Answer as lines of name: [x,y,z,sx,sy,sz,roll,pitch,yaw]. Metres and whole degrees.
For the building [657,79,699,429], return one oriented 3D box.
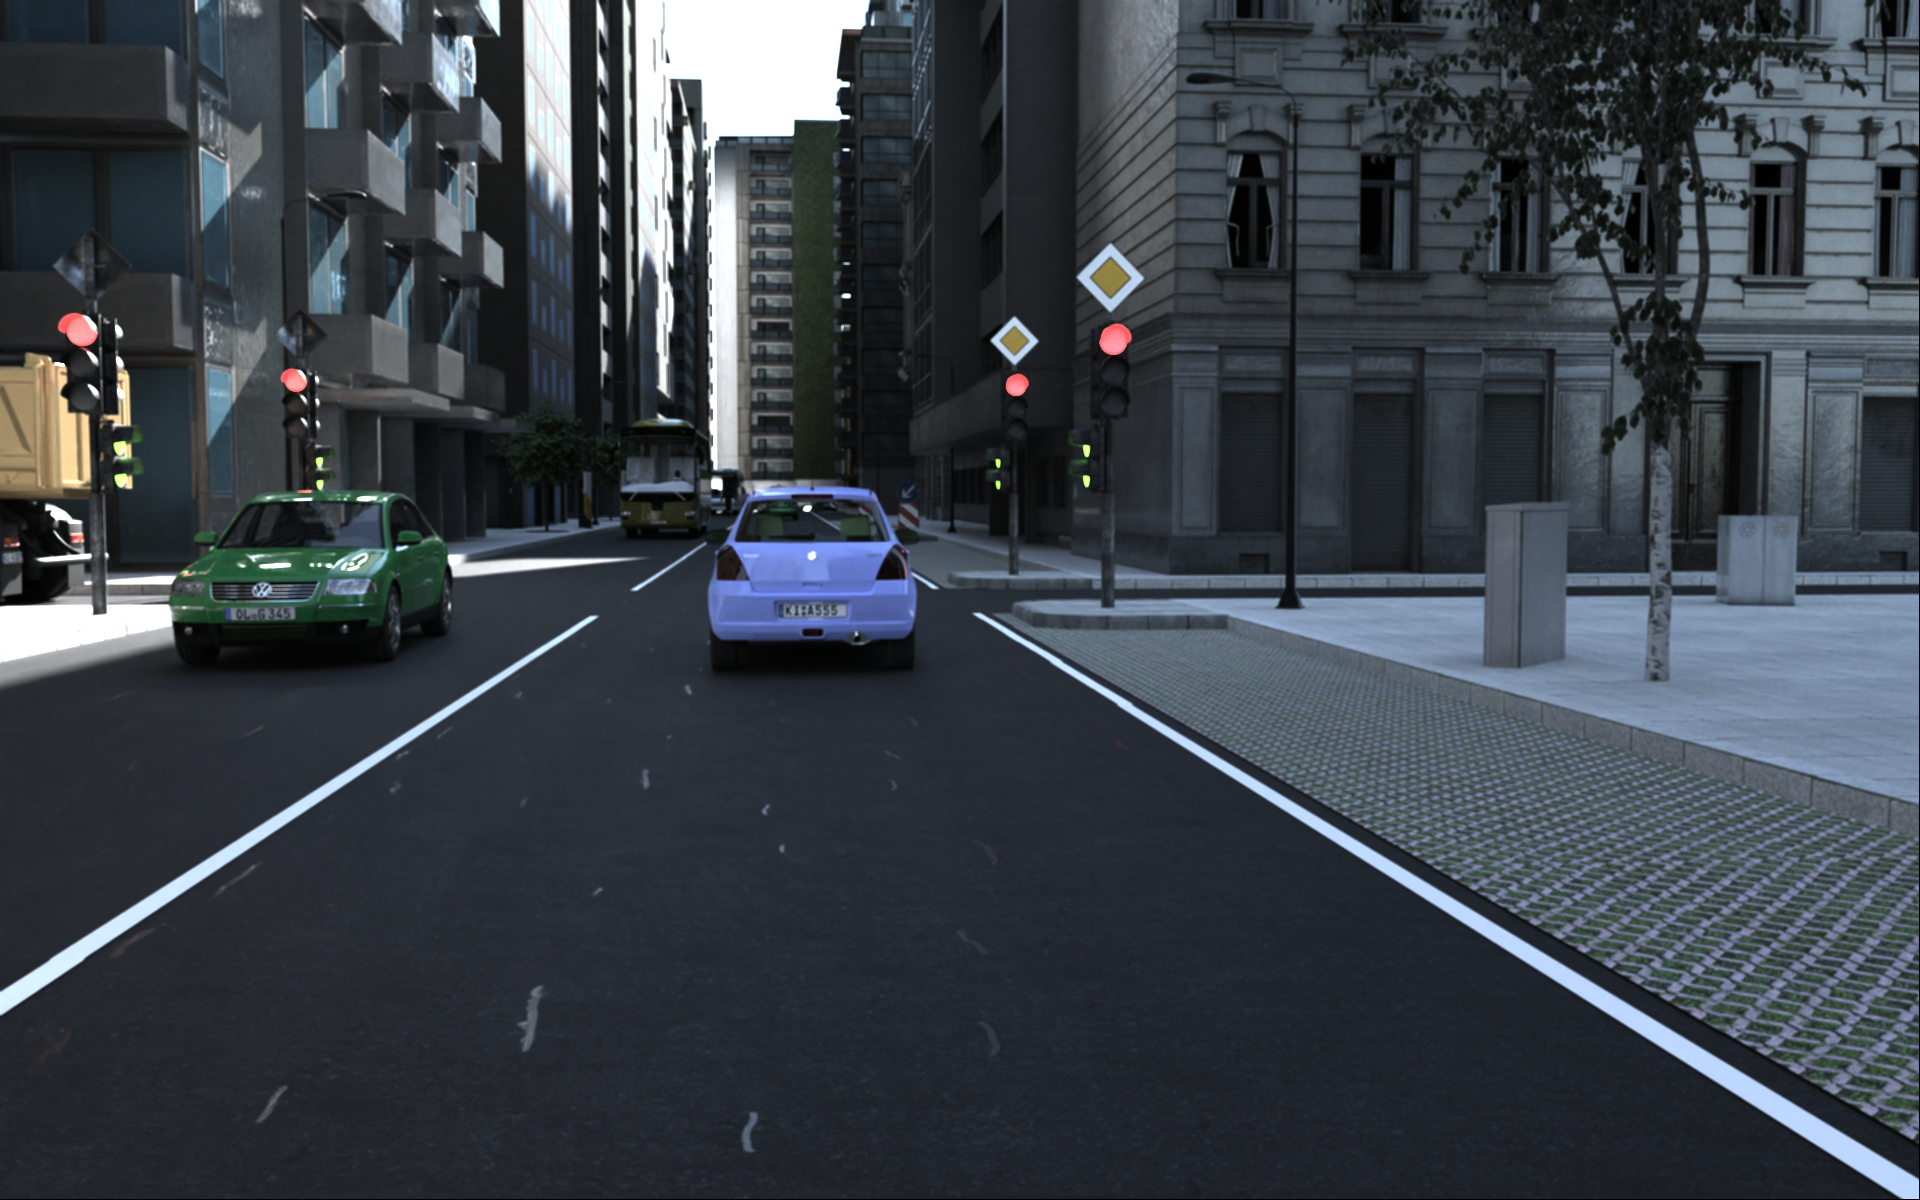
building: [-36.465,-28.588,159.301,23.993,40.220,32.217,0,4,-6]

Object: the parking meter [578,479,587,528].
parking meter: [-14.366,-3.698,66.181,0.399,1.863,0.255,-2,4,-24]

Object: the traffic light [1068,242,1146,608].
traffic light: [1.653,-1.868,19.470,0.839,4.253,0.868,0,4,-6]

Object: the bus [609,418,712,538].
bus: [-10.087,-4.181,59.909,2.896,3.916,12.252,0,4,-6]

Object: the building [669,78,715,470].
building: [-38.735,-34.841,193.356,21.600,48.544,21.300,0,4,-6]

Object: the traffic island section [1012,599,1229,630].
traffic island section: [1.694,0.165,19.588,2.009,0.180,2.903,0,4,-6]

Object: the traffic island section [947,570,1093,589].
traffic island section: [0.876,-0.321,27.532,2.009,0.180,2.903,0,4,-6]

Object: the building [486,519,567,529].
building: [-23.457,-25.624,69.059,14.600,45.320,14.200,0,4,-6]

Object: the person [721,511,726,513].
person: [-17.891,-7.487,130.896,0.705,1.826,1.348,1,4,15]

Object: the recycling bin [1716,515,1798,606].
recycling bin: [9.302,-0.470,20.241,0.722,1.027,0.722,1,4,12]

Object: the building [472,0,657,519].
building: [-26.317,-27.928,106.739,14.600,45.320,14.200,0,4,-6]

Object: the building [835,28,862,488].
building: [-0.548,-31.162,164.117,22.147,44.769,28.867,0,4,-6]

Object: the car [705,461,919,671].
car: [-1.310,-0.356,15.414,1.945,1.707,3.694,0,4,-5]

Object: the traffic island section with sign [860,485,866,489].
traffic island section with sign: [-4.505,-4.353,79.802,1.989,1.847,2.006,0,4,-6]

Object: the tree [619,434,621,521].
tree: [-16.756,-6.055,82.710,4.285,4.588,4.351,0,3,0]

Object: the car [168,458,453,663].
car: [-5.911,-0.449,16.145,1.959,1.807,4.718,0,4,-8]

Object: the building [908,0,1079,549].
building: [6.561,-14.323,53.246,14.314,24.678,30.058,0,4,-6]

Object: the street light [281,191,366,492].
street light: [-9.808,-3.310,26.663,1.470,5.913,1.316,0,4,-6]

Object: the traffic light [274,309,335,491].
traffic light: [-9.968,-2.286,26.289,0.839,4.253,0.868,0,4,-6]

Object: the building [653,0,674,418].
building: [-35.249,-32.861,126.513,28.713,52.752,27.495,0,4,-6]

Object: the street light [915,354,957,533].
street light: [-0.801,-5.193,57.454,1.470,5.913,1.316,0,4,-6]

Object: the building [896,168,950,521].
building: [4.189,-16.295,85.503,14.460,24.649,34.723,0,4,-6]

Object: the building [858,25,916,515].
building: [0.385,-20.785,111.542,14.160,30.474,14.107,0,4,-6]

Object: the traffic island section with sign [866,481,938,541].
traffic island section with sign: [-1.741,-2.710,52.944,1.989,1.847,2.006,0,4,-6]

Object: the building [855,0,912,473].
building: [3.995,-31.491,134.484,23.786,49.044,30.456,0,4,-6]

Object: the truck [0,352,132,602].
truck: [-16.001,-1.593,21.966,9.791,3.379,3.469,0,4,-4]

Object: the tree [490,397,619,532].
tree: [-14.109,-4.584,58.664,4.285,4.588,4.351,0,3,0]

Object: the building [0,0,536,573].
building: [-23.073,-25.624,38.554,23.786,49.044,30.456,0,4,-6]

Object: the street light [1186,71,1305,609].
street light: [3.177,-2.857,19.257,1.470,5.913,1.316,0,4,-6]

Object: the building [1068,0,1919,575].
building: [11.695,-11.199,32.254,18.267,20.994,9.793,0,4,-6]

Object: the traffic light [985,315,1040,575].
traffic light: [0.835,-2.354,27.414,0.839,4.253,0.868,0,4,-6]

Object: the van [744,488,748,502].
van: [-20.499,-9.437,158.670,2.240,2.365,5.245,0,4,-7]

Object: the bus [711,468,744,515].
bus: [-16.635,-7.728,121.207,2.948,3.499,13.247,0,4,-5]

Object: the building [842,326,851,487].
building: [0.894,-21.793,201.347,28.899,21.520,27.650,0,4,-6]

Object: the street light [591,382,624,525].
street light: [-14.566,-6.060,71.622,1.470,5.913,1.316,0,4,-6]

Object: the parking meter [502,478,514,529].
parking meter: [-16.530,-3.527,63.375,0.255,1.863,0.399,1,4,18]

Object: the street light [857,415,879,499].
street light: [-5.350,-7.899,101.687,1.470,5.913,1.316,0,4,-6]

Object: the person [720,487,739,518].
person: [-13.907,-5.872,104.140,0.705,1.869,1.348,3,5,45]

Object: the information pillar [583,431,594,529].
information pillar: [-13.834,-4.465,64.349,0.183,3.616,0.504,1,4,14]

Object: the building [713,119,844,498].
building: [-20.054,-31.084,191.809,14.086,41.232,14.154,0,4,-6]

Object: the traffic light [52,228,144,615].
traffic light: [-9.149,-1.800,18.346,0.839,4.253,0.868,0,4,-6]

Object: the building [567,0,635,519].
building: [-24.990,-19.565,91.584,14.160,30.474,14.107,0,4,-6]

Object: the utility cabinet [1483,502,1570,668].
utility cabinet: [4.311,-0.124,13.197,0.306,1.237,1.020,3,4,37]

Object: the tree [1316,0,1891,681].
tree: [4.569,-3.751,11.689,4.360,8.622,3.978,0,3,0]
